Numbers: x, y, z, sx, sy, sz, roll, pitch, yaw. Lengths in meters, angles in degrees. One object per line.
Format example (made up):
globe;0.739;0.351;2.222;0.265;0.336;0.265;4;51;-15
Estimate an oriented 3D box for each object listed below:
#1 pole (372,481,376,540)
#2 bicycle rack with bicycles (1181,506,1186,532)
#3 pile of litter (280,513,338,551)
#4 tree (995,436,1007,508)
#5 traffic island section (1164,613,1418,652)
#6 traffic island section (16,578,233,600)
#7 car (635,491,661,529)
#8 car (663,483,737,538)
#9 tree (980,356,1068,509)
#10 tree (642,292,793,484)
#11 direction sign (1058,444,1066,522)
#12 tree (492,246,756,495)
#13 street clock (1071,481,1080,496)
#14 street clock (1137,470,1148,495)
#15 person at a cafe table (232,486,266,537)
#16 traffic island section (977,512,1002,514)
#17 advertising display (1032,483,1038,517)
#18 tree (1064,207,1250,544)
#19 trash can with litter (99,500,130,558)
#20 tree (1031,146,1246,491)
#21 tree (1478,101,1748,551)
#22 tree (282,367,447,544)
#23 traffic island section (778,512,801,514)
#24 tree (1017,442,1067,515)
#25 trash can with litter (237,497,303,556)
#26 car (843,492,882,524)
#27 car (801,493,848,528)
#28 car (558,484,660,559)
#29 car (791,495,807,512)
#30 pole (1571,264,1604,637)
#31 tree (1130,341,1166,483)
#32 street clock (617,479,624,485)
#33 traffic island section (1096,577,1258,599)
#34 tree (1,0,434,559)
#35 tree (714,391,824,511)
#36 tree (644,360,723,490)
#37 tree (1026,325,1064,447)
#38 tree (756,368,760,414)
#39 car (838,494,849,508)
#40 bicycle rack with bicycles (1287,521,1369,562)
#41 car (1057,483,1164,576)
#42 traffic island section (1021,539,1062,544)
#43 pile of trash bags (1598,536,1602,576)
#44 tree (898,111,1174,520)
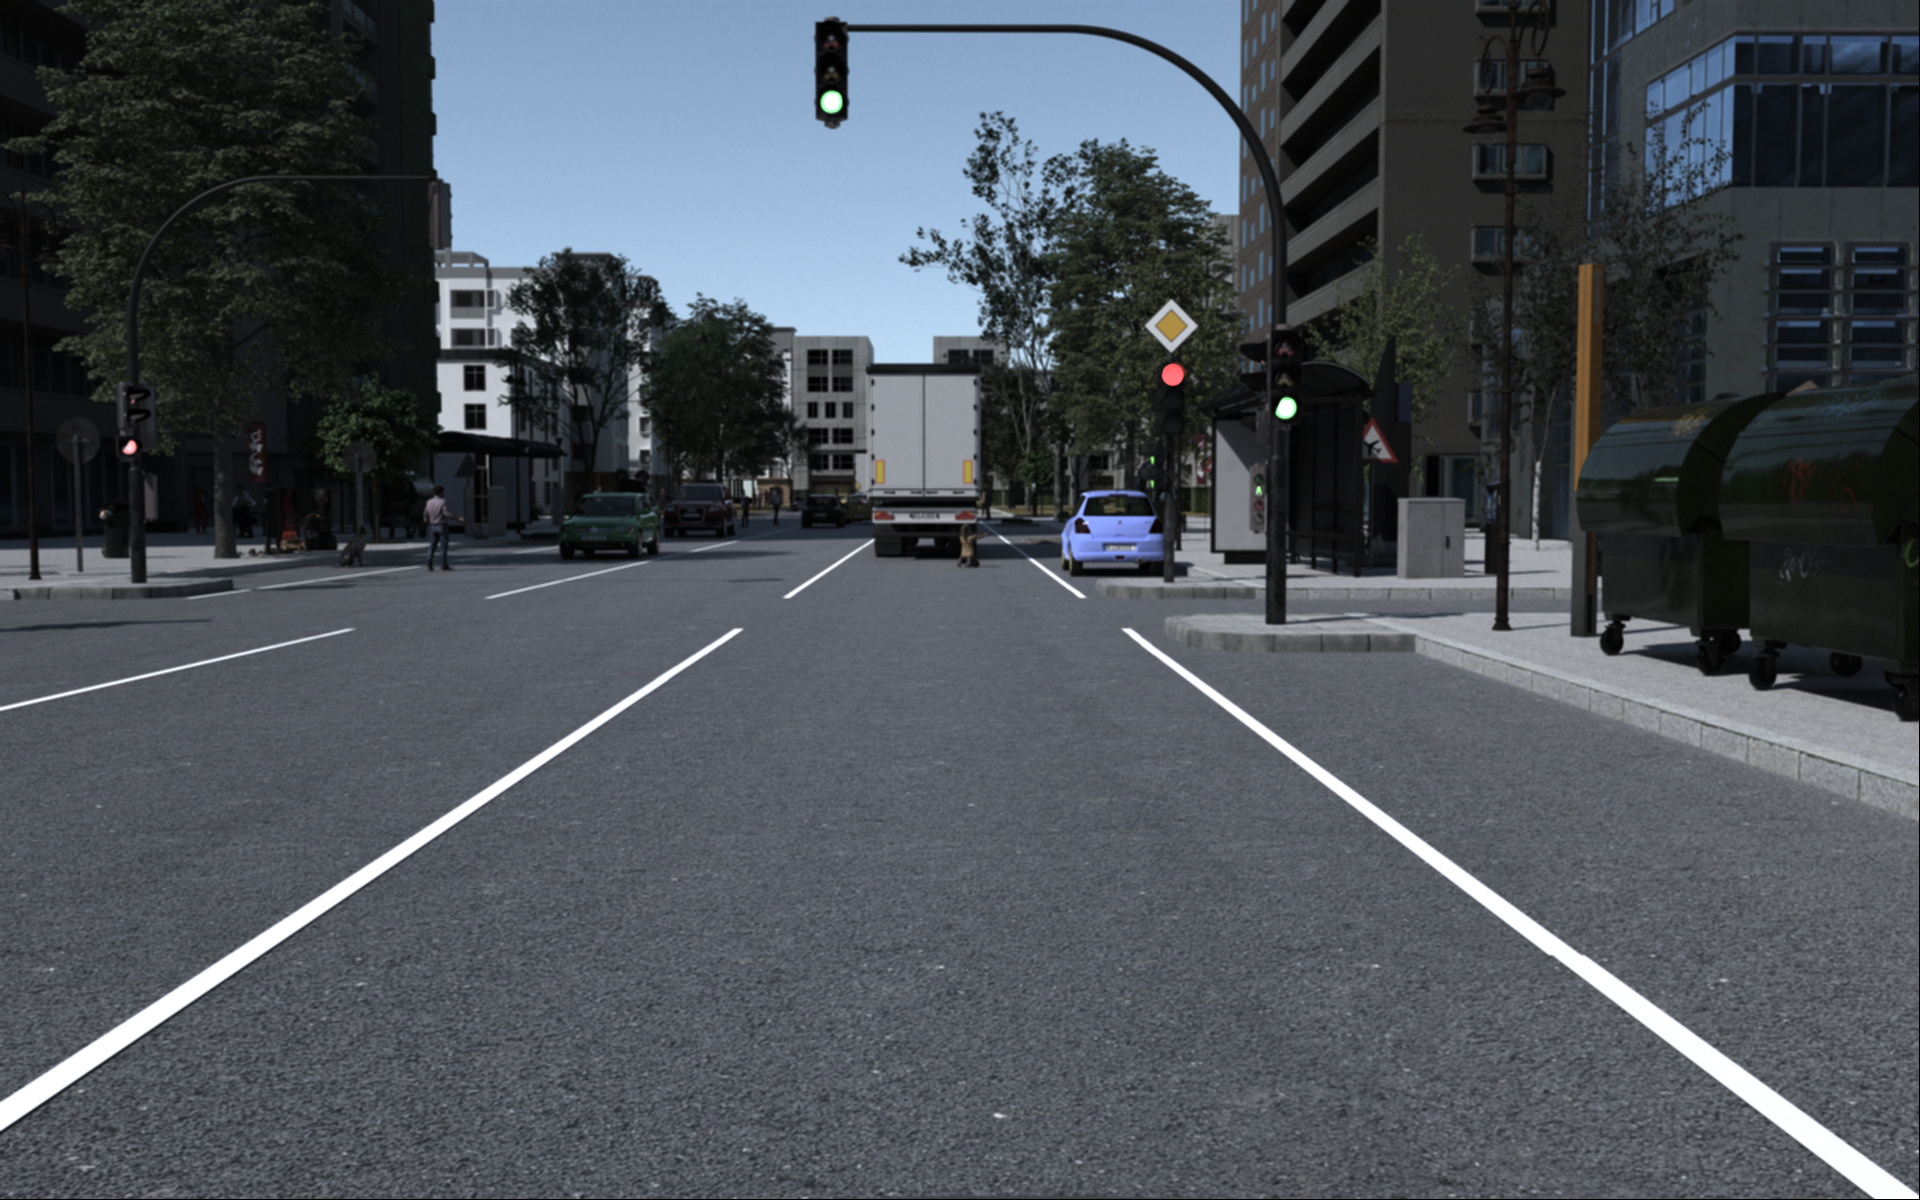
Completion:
pole;-16.352;-3.336;48.393;0.158;3.312;0.155;0;3;0
bicycle rack with bicycles;6.628;-2.842;59.848;2.852;0.926;2.925;0;4;4
pile of litter;-14.892;-1.551;39.317;1.176;0.858;1.719;3;5;42
tree;4.283;-12.906;161.380;4.737;8.622;4.395;0;3;0
traffic island section;3.130;0.316;17.121;2.009;0.180;2.903;0;4;-1
traffic island section;-11.850;-0.164;24.963;2.009;0.180;2.903;0;4;-1
car;-12.187;-3.388;64.189;1.959;1.807;4.718;0;4;-3
car;-8.793;-3.068;58.829;2.281;1.827;5.304;0;4;-2
tree;4.270;-13.934;144.826;9.611;12.733;9.660;0;3;0
tree;-15.366;-12.489;110.851;9.857;13.997;8.962;0;3;0
direction sign;4.627;-5.289;78.473;0.379;3.537;0.876;-1;4;-11
tree;-15.438;-8.944;71.985;9.928;11.665;9.643;0;3;0
street clock;6.582;-5.756;98.677;0.471;2.002;0.358;1;4;12
street clock;5.400;-2.865;51.409;0.358;2.002;0.471;0;4;-1
person at a cafe table;-21.590;-2.700;52.662;1.622;1.524;1.698;2;4;33
traffic island section;2.037;-6.364;126.921;1.991;0.108;1.994;0;4;-1
advertising display;4.180;-5.618;97.069;0.123;1.923;0.974;-1;4;-11
tree;5.450;-5.744;44.281;4.737;8.622;4.395;0;3;0
trash can with litter;-17.074;-1.435;34.844;0.624;1.170;1.055;-3;4;-39
tree;5.860;-8.505;57.182;7.486;12.596;7.792;0;3;0
tree;12.381;-4.985;31.860;4.360;8.622;3.978;0;3;0
tree;-15.114;-3.746;44.953;4.285;4.588;4.351;0;3;0
traffic island section;-12.532;-6.388;127.310;1.991;0.108;1.994;0;4;-1
tree;5.171;-7.663;108.996;4.285;4.588;4.351;0;3;0
trash can with litter;-14.829;-1.571;36.736;1.678;1.210;2.233;0;4;0
car;-4.705;-4.488;83.601;2.015;1.641;3.980;0;4;1
car;-5.873;-3.976;74.790;2.009;1.686;4.222;0;4;0
car;-8.012;-1.895;39.772;1.959;1.807;4.718;0;4;-2
car;-12.860;-7.947;142.512;1.945;1.354;3.894;0;4;0
pole;5.611;-1.324;15.486;0.158;3.312;0.155;0;3;0
tree;9.564;-7.814;78.119;4.360;8.622;3.978;0;3;0
street clock;-16.658;-4.950;85.502;0.471;2.002;0.358;0;4;-8
traffic island section;3.051;-0.173;25.105;2.009;0.180;2.903;0;4;-1
tree;-14.351;-7.082;33.924;7.486;12.596;7.792;0;3;0
tree;-15.892;-12.220;134.207;8.767;10.594;7.601;0;4;8
tree;-15.013;-8.727;93.044;4.737;8.622;4.395;0;3;0
tree;4.963;-7.539;73.632;4.737;8.622;4.395;0;3;0
tree;-15.267;-10.732;101.220;9.928;11.665;9.643;0;3;0
car;-10.221;-8.461;148.568;2.015;1.641;3.980;0;4;0
bicycle rack with bicycles;6.709;-1.283;34.357;2.852;0.926;2.925;-2;4;-33
car;2.754;-1.341;31.509;1.945;1.707;3.694;0;3;0
traffic island section;2.789;-1.708;50.795;1.991;0.108;1.994;0;4;-1
pile of trash bags;11.536;-1.018;26.393;3.447;1.369;1.912;1;4;14
tree;3.750;-14.129;86.899;12.611;20.169;13.585;0;3;0
